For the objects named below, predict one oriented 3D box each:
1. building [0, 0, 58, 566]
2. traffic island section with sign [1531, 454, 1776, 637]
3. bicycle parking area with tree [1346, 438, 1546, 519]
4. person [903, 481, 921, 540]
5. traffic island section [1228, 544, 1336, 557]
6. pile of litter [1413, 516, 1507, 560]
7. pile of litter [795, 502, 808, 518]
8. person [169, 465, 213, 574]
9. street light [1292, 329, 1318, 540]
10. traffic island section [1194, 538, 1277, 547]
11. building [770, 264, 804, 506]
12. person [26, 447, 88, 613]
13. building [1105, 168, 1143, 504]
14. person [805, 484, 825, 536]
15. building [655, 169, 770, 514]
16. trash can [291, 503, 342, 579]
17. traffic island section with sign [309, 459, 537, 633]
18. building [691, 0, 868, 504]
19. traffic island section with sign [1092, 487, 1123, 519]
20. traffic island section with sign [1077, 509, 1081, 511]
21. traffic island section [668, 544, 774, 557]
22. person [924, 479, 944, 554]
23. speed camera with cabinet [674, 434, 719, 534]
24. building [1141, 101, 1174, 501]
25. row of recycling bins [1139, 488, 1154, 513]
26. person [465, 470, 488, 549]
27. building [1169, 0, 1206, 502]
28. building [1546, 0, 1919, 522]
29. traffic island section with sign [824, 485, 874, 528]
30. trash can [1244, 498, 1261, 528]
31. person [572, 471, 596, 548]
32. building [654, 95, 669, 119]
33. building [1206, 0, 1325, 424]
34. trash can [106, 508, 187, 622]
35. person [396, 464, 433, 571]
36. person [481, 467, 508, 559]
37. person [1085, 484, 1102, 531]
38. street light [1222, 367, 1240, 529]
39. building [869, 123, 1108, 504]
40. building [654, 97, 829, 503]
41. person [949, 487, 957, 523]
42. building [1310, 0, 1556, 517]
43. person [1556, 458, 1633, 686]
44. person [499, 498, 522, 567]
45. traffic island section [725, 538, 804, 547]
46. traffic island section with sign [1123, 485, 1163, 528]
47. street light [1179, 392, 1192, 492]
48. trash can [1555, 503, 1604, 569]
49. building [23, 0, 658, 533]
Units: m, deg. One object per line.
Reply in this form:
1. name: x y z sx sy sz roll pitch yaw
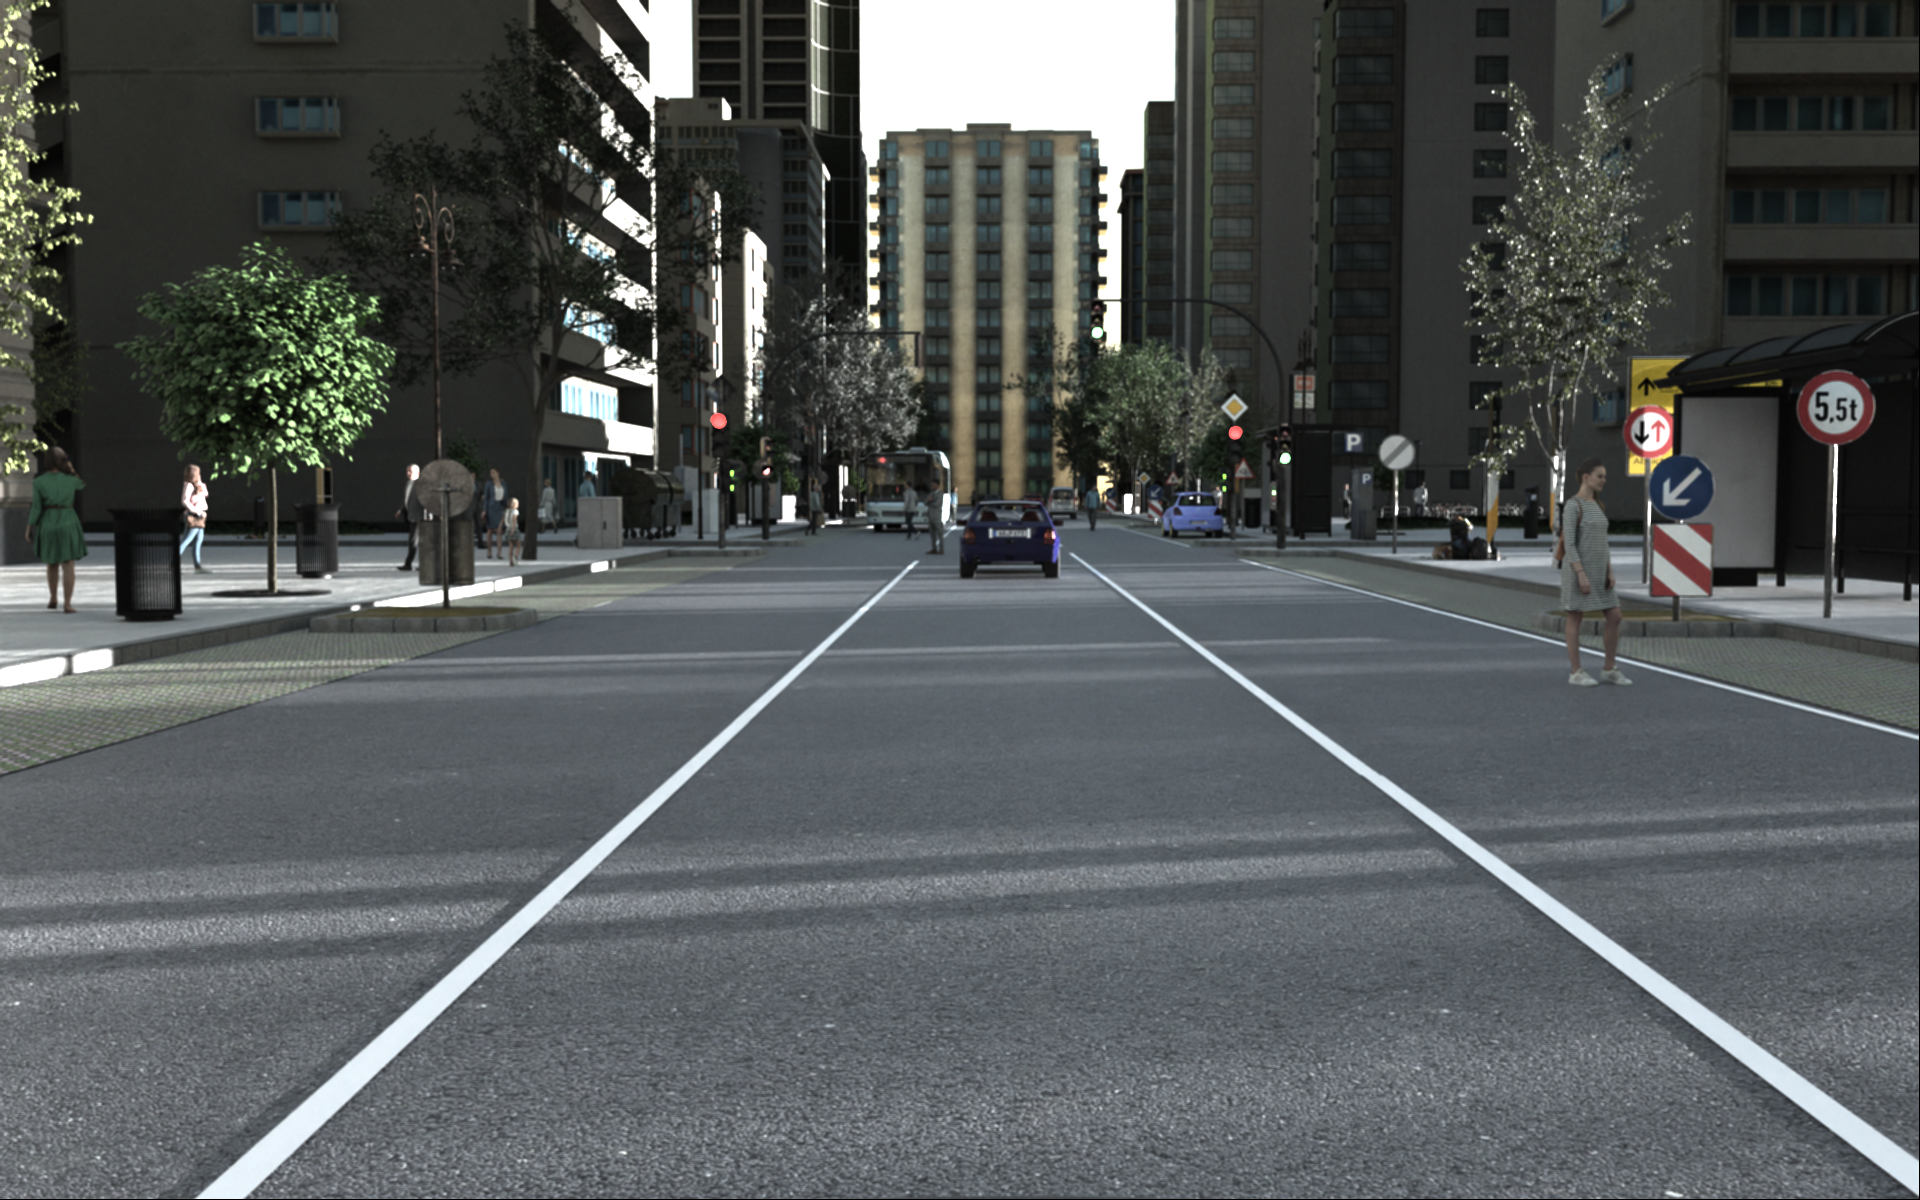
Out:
1. building: -26.490 -12.126 27.132 19.941 23.489 11.050 0 4 1
2. traffic island section with sign: 7.133 -0.582 18.139 1.989 1.847 2.006 0 4 1
3. bicycle parking area with tree: 25.543 -6.350 90.825 9.016 4.147 8.231 -1 4 -11
4. person: -1.501 -2.816 54.384 0.795 1.843 0.661 2 4 33
5. traffic island section: 7.520 -1.114 40.496 2.009 0.180 2.903 0 4 1
6. pile of litter: 9.819 -1.228 34.046 1.719 0.858 1.176 2 4 33
7. pile of litter: -8.147 -4.822 92.812 1.719 0.858 1.176 -2 4 -30
8. person: -12.355 -1.291 27.736 0.643 1.750 0.593 -1 4 -15
9. street light: 9.645 -4.637 48.607 0.468 5.910 1.993 0 4 1
10. traffic island section: 7.662 -1.602 48.479 2.009 0.180 2.903 0 4 1
11. building: -27.919 -17.964 138.744 27.650 21.520 28.899 0 4 1
12. person: -9.777 -0.763 18.764 0.600 1.795 0.529 -2 4 -33
13. building: 33.585 -34.896 225.174 28.867 44.769 22.147 0 4 1
14. person: -4.940 -3.060 59.025 0.515 1.767 0.782 -2 4 -31
15. building: -27.619 -16.023 107.015 27.650 21.520 28.899 0 4 1
16. trash can: -9.820 -0.905 26.452 0.748 1.137 0.748 0 3 0
17. traffic island section with sign: -5.682 -0.616 18.698 1.989 1.847 2.006 0 4 1
18. building: -22.899 -48.088 224.492 20.611 71.187 20.563 0 4 1
19. traffic island section with sign: 8.581 -5.614 100.413 1.989 1.847 2.006 0 4 1
20. traffic island section with sign: 9.480 -8.703 150.929 1.989 1.847 2.006 0 4 1
21. traffic island section: -5.619 -1.129 40.732 2.009 0.180 2.903 0 4 1
22. person: -0.634 -1.998 41.348 0.511 1.800 0.466 2 4 35
23. speed camera with cabinet: -8.602 -3.826 56.890 0.660 3.252 2.038 -3 5 -43
24. building: 26.199 -30.568 183.380 14.154 41.232 14.086 0 4 1
25. row of recycling bins: 12.960 -6.927 120.368 1.069 1.692 3.534 0 4 -5
26. person: -11.253 -2.107 40.292 0.447 1.846 0.655 3 5 40
27. building: 30.498 -37.883 161.394 21.231 58.520 28.212 0 4 1
28. building: 34.904 -27.078 66.425 21.600 48.544 21.300 0 4 1
29. traffic island section with sign: -4.710 -3.993 73.907 1.989 1.847 2.006 0 4 1
30. trash can: 10.998 -3.269 65.100 0.748 1.137 0.748 0 3 0
31. person: -8.905 -2.159 41.211 0.748 1.841 0.638 -2 4 -28
32. building: -46.876 -39.161 229.523 27.495 52.752 28.713 0 4 1
33. building: 26.658 -27.951 140.599 14.154 41.232 14.086 0 4 1
34. trash can: -8.241 -0.362 17.578 0.748 1.137 0.748 0 3 0
35. person: -9.133 -1.372 28.866 0.661 1.777 0.834 2 4 34
36. person: -9.176 -1.723 34.233 0.581 1.822 0.654 -1 4 -21
37. person: 5.246 -3.639 67.861 0.638 1.841 0.748 1 4 20
38. street light: 9.917 -5.542 63.402 0.468 5.910 1.993 0 4 1
39. building: 3.676 -37.099 226.176 30.456 49.044 23.786 0 4 1
40. building: -25.867 -29.597 175.797 23.993 40.220 32.217 0 4 1
41. person: -0.349 -4.727 86.131 0.444 1.785 0.601 3 5 42
42. building: 27.664 -20.185 101.719 14.160 30.474 14.107 0 4 1
43. person: 4.709 -0.213 12.993 0.512 1.701 0.522 -3 4 -36
44. person: -8.005 -1.202 30.717 0.505 1.210 0.382 2 4 24
45. traffic island section: -5.478 -1.617 48.716 2.009 0.180 2.903 0 4 1
46. traffic island section with sign: 8.104 -3.965 73.462 1.989 1.847 2.006 0 4 1
47. street light: 10.176 -6.449 78.236 0.468 5.910 1.993 0 4 1
48. trash can: 10.071 -1.011 28.187 0.748 1.137 0.748 0 3 0
49. building: -24.375 -27.054 66.030 21.300 48.544 21.600 0 4 1
